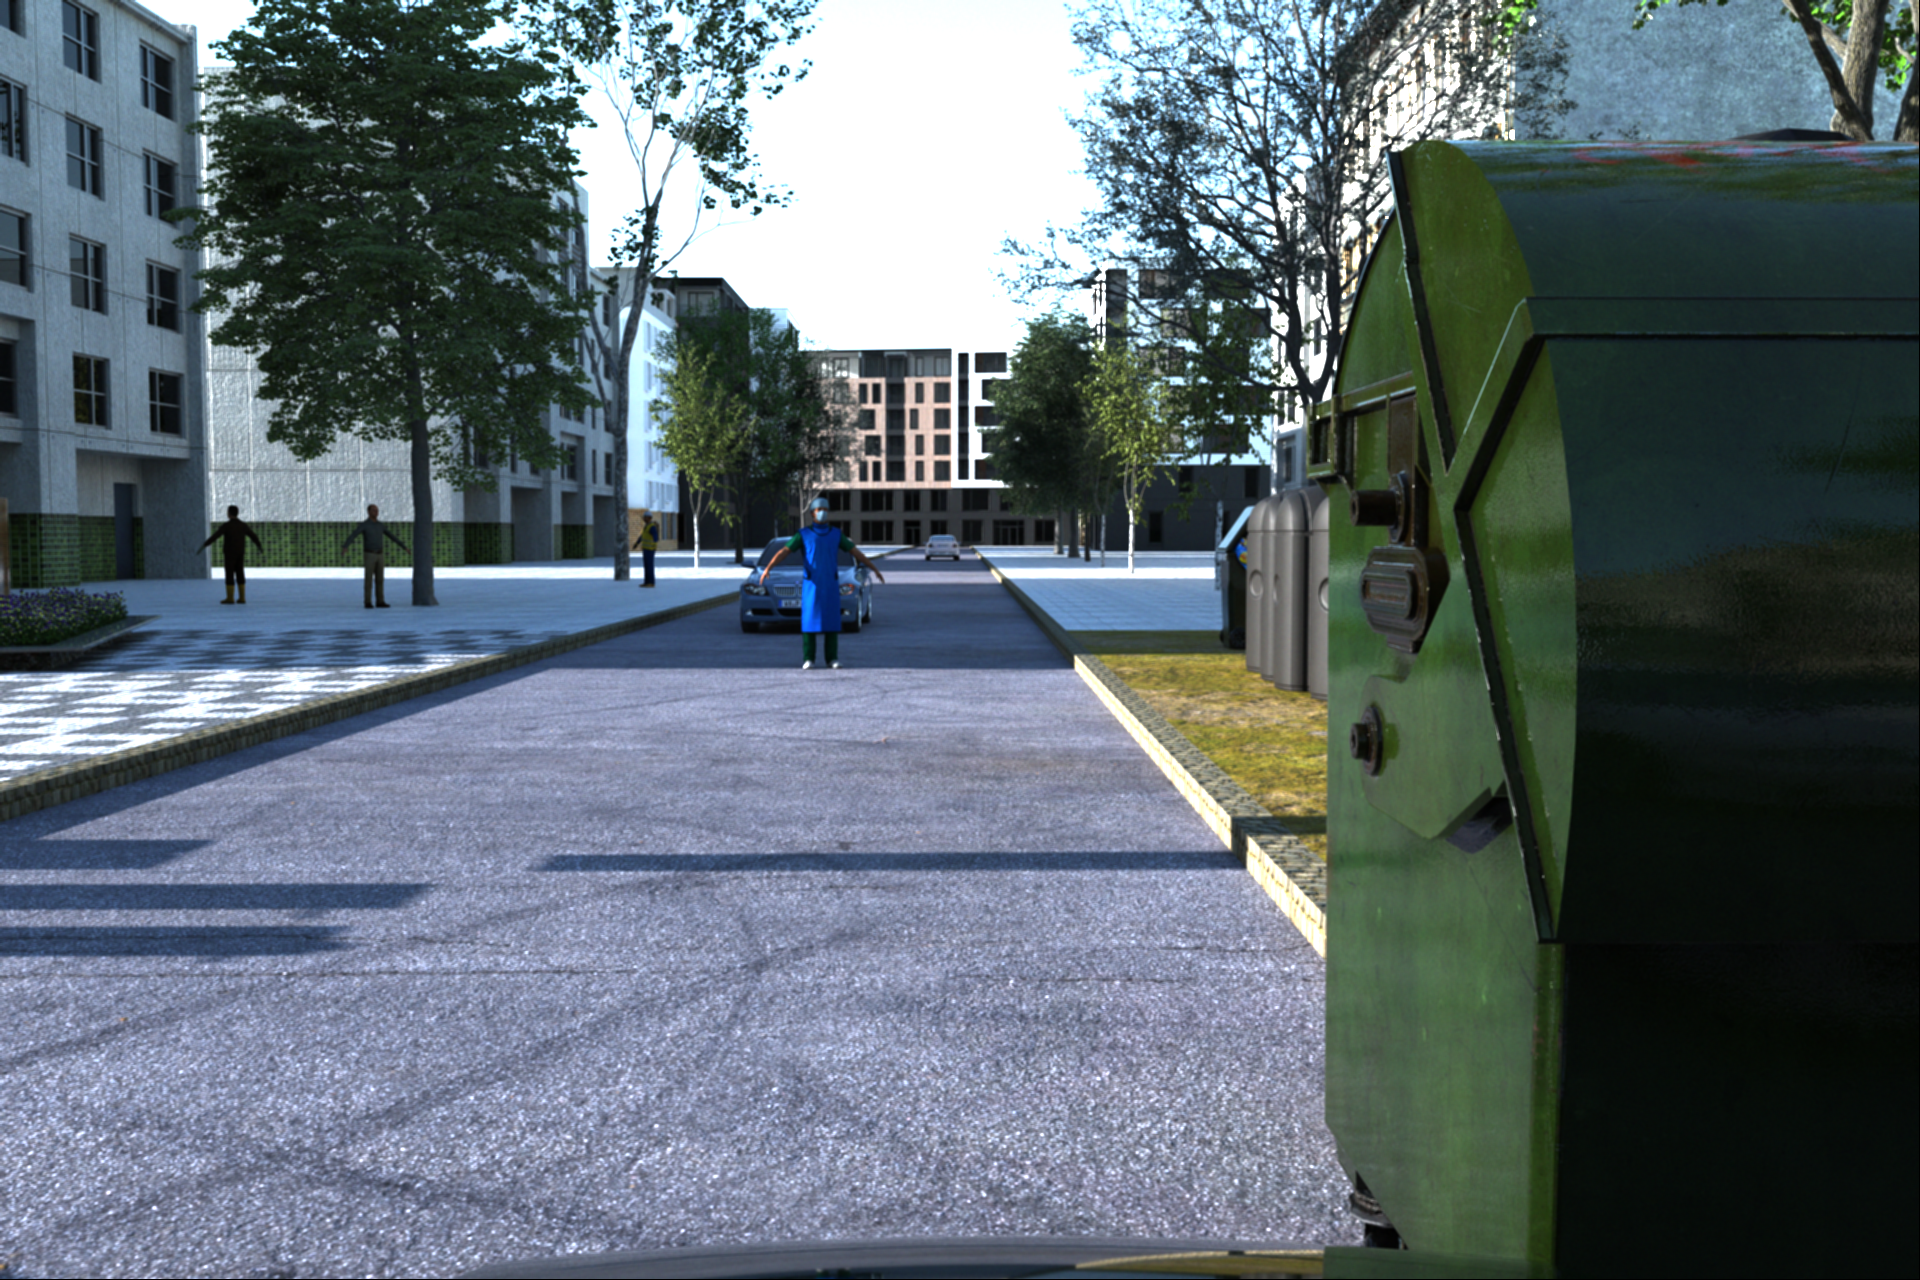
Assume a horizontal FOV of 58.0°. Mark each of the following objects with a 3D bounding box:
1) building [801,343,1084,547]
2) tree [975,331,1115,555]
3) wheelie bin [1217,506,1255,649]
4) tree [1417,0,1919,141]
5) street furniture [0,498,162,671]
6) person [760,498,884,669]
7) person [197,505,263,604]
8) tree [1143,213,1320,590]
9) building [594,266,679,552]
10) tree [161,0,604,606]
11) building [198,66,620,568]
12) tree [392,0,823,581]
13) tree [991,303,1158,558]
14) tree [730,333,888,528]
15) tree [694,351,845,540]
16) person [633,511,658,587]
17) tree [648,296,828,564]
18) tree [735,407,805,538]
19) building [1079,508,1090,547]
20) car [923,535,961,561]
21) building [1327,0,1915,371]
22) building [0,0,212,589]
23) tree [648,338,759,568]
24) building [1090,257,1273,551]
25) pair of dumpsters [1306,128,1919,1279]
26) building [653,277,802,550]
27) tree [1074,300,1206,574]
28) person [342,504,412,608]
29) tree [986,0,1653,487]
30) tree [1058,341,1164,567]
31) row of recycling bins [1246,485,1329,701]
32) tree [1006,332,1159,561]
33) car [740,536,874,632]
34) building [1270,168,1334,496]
[{"bbox_3d":[-0.967,-21.592,199.466,32.646,21.610,27.936,1,4,9],"label":"building"},{"bbox_3d":[6.058,-12.295,107.681,9.857,13.997,8.962,0,3,0],"label":"tree"},{"bbox_3d":[3.279,-0.711,19.537,0.693,1.594,0.980,0,4,-1],"label":"wheelie bin"},{"bbox_3d":[4.650,-5.064,8.545,9.928,11.665,9.643,0,3,0],"label":"tree"},{"bbox_3d":[-11.789,-0.645,17.395,11.010,1.723,9.812,-1,4,-19],"label":"street furniture"},{"bbox_3d":[-1.480,-0.605,18.473,1.347,1.817,0.704,-1,4,-17],"label":"person"},{"bbox_3d":[-13.387,-1.575,31.896,0.704,1.812,1.346,2,4,33],"label":"person"},{"bbox_3d":[6.034,-5.458,39.599,4.737,8.622,4.395,0,3,0],"label":"tree"},{"bbox_3d":[-27.221,-16.344,123.646,16.016,20.090,11.380,0,4,0],"label":"building"},{"bbox_3d":[-10.001,-6.878,30.582,7.486,12.596,7.792,0,3,0],"label":"tree"},{"bbox_3d":[-27.620,-13.158,81.596,16.747,18.905,31.486,0,4,1],"label":"building"},{"bbox_3d":[-10.022,-11.790,48.650,12.611,20.169,13.585,0,3,0],"label":"tree"},{"bbox_3d":[6.227,-11.485,94.434,9.857,13.997,8.962,0,3,0],"label":"tree"},{"bbox_3d":[-9.459,-11.930,105.427,12.009,13.543,11.850,0,3,0],"label":"tree"},{"bbox_3d":[-9.325,-9.189,84.654,8.767,10.594,7.601,1,4,13],"label":"tree"},{"bbox_3d":[-7.551,-2.193,41.821,0.705,1.833,1.349,-2,4,-32],"label":"person"},{"bbox_3d":[-9.587,-9.136,75.129,9.928,11.665,9.643,0,3,0],"label":"tree"},{"bbox_3d":[-10.099,-8.749,93.414,4.737,8.622,4.395,0,3,0],"label":"tree"},{"bbox_3d":[21.902,-20.957,173.583,19.493,23.208,18.063,0,4,0],"label":"building"},{"bbox_3d":[-0.979,-5.060,95.095,2.083,1.381,4.827,0,4,-1],"label":"car"},{"bbox_3d":[21.587,-13.258,47.705,19.493,23.208,18.063,0,4,0],"label":"building"},{"bbox_3d":[-29.938,-10.209,33.382,16.747,18.905,31.486,0,4,0],"label":"building"},{"bbox_3d":[-9.835,-7.020,65.133,4.737,8.622,4.395,0,3,0],"label":"tree"},{"bbox_3d":[24.621,-18.367,144.280,27.936,21.610,32.646,0,4,0],"label":"building"},{"bbox_3d":[2.803,0.141,2.652,4.436,2.255,1.574,0,4,-1],"label":"pair of dumpsters"},{"bbox_3d":[-29.452,-18.971,154.146,27.936,21.610,32.646,0,4,0],"label":"building"},{"bbox_3d":[5.758,-6.429,55.478,4.737,8.622,4.395,0,3,0],"label":"tree"},{"bbox_3d":[-10.182,-1.459,30.125,0.705,1.796,1.348,3,4,39],"label":"person"},{"bbox_3d":[6.035,-7.253,28.961,12.009,13.543,11.850,0,3,0],"label":"tree"},{"bbox_3d":[5.392,-7.128,66.899,4.360,8.622,3.978,0,3,0],"label":"tree"},{"bbox_3d":[3.099,-0.467,14.750,1.069,1.692,3.534,0,4,-1],"label":"row of recycling bins"},{"bbox_3d":[5.647,-8.949,80.728,7.601,10.594,8.767,-1,4,-16],"label":"tree"},{"bbox_3d":[-2.312,-0.901,26.740,2.014,1.417,4.499,0,3,0],"label":"car"},{"bbox_3d":[25.021,-12.864,76.792,16.747,18.905,31.486,0,3,0],"label":"building"}]
